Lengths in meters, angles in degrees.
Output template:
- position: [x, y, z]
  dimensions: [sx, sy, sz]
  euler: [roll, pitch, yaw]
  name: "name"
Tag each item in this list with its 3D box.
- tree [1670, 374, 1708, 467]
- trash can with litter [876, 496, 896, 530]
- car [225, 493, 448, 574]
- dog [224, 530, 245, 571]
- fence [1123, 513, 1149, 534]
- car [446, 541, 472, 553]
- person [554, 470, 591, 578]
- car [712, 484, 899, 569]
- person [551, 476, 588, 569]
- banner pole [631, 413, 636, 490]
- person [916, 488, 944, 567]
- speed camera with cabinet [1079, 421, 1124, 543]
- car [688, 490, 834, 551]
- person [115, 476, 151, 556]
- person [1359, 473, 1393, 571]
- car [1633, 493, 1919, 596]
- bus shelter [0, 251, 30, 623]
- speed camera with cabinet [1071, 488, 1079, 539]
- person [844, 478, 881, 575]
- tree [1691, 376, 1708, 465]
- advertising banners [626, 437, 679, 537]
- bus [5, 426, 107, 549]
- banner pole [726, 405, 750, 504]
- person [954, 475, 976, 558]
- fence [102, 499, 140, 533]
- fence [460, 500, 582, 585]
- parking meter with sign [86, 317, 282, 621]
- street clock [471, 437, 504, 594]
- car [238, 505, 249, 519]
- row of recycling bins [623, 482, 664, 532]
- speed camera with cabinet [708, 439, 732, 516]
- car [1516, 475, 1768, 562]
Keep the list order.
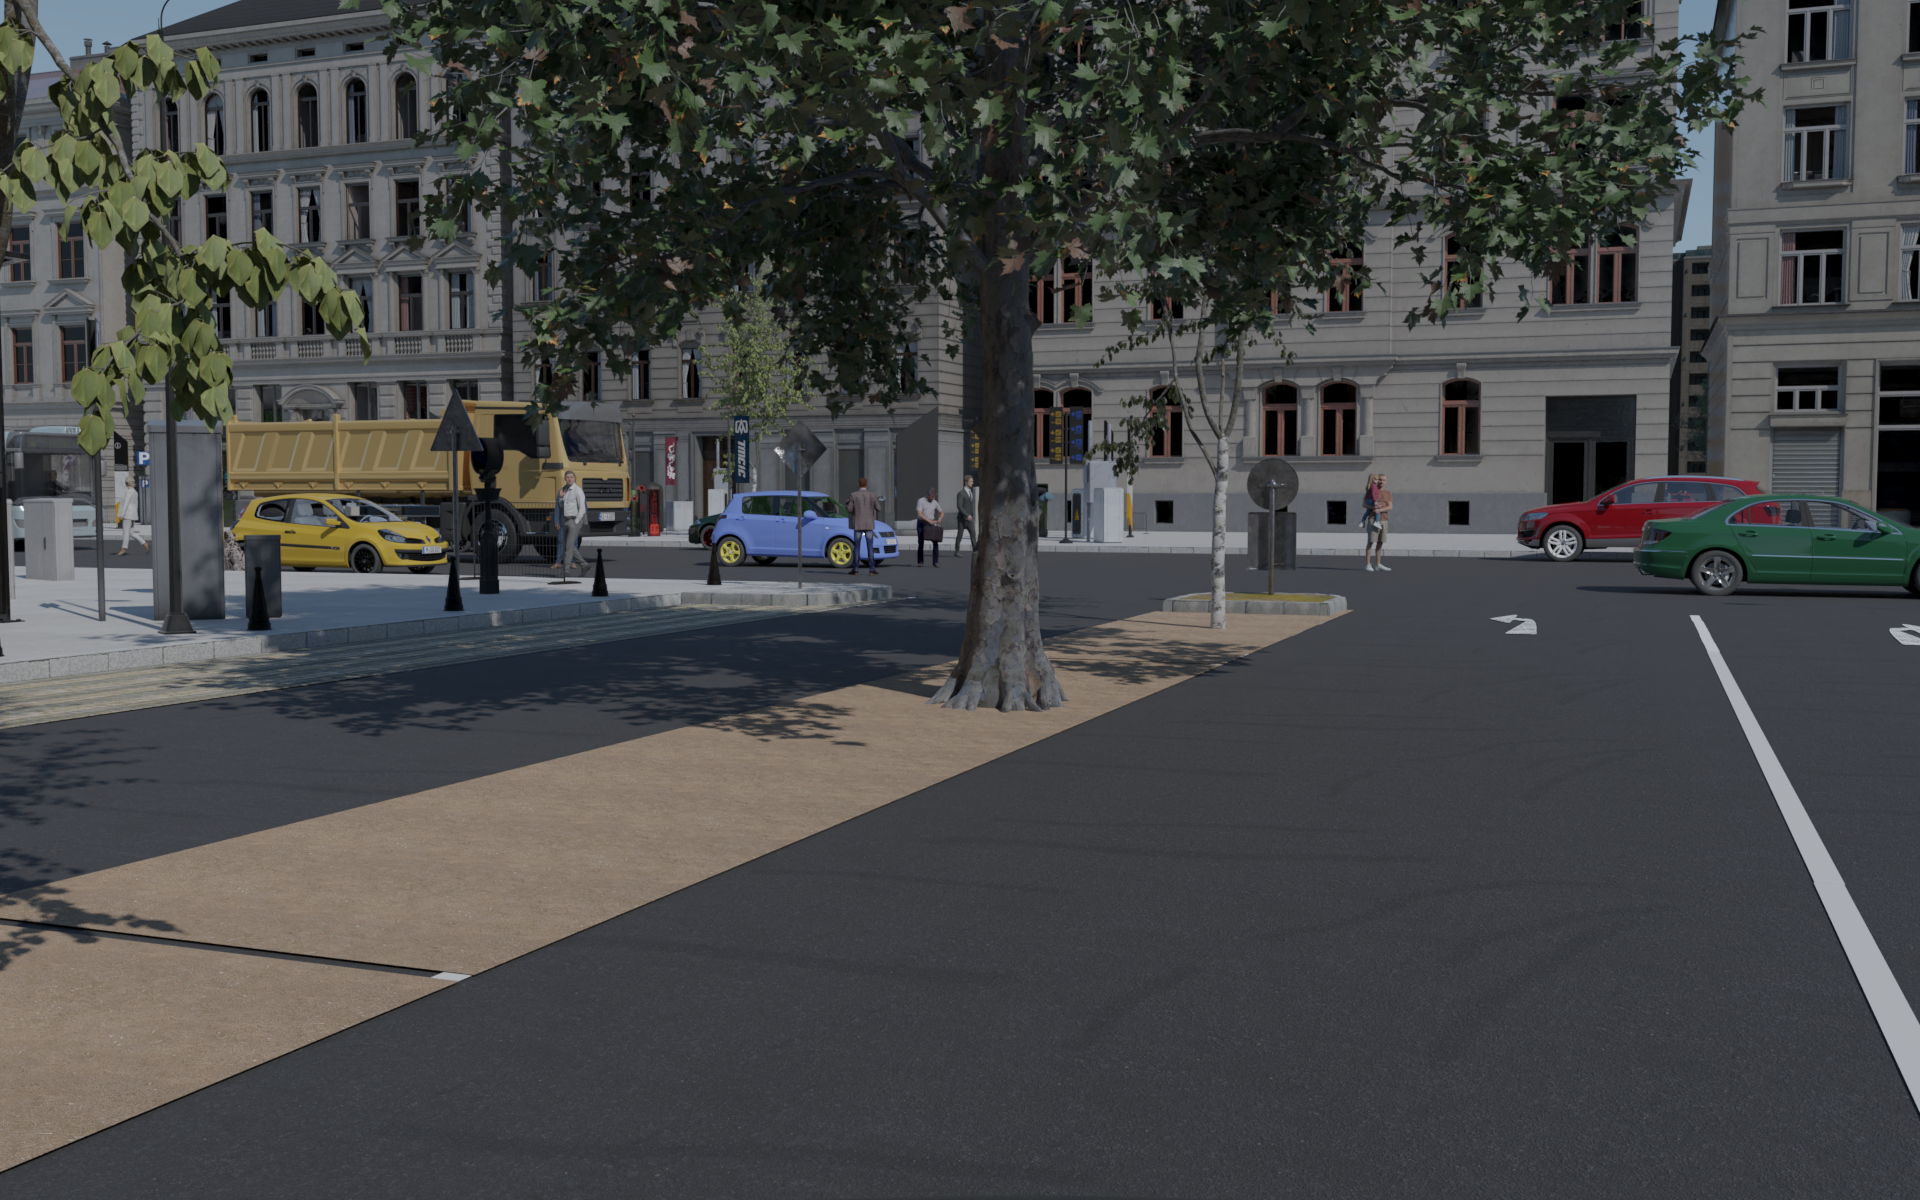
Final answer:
- position: [70.548, -15.183, 158.606]
  dimensions: [12.009, 13.543, 11.850]
  euler: [0, 3, 0]
  name: "tree"
- position: [-2.375, -2.854, 57.728]
  dimensions: [1.678, 1.210, 2.233]
  euler: [2, 4, 24]
  name: "trash can with litter"
- position: [-11.086, -1.265, 30.910]
  dimensions: [3.980, 1.641, 2.015]
  euler: [1, 4, 19]
  name: "car"
- position: [-12.320, -0.774, 29.496]
  dimensions: [0.513, 0.831, 0.800]
  euler: [-2, 4, -28]
  name: "dog"
- position: [5.147, -2.499, 56.240]
  dimensions: [2.069, 0.683, 0.278]
  euler: [2, 4, 31]
  name: "fence"
- position: [-13.053, -2.041, 43.593]
  dimensions: [3.980, 1.641, 2.015]
  euler: [1, 4, 22]
  name: "car"
- position: [-6.633, -1.281, 29.544]
  dimensions: [0.679, 1.850, 0.850]
  euler: [3, 4, 38]
  name: "person"
- position: [-3.048, -1.518, 34.405]
  dimensions: [3.694, 1.707, 1.945]
  euler: [1, 4, 19]
  name: "car"
- position: [-7.542, -1.510, 33.367]
  dimensions: [0.721, 1.800, 0.419]
  euler: [-1, 4, -11]
  name: "person"
- position: [-10.159, -3.918, 54.071]
  dimensions: [0.401, 3.779, 0.863]
  euler: [0, 4, -8]
  name: "banner pole"
- position: [-0.575, -1.420, 33.930]
  dimensions: [0.614, 1.554, 0.590]
  euler: [-2, 4, -26]
  name: "person"
- position: [3.815, -3.164, 46.070]
  dimensions: [0.660, 3.252, 2.038]
  euler: [-1, 4, -11]
  name: "speed camera with cabinet"
- position: [-4.882, -2.107, 44.242]
  dimensions: [4.222, 1.686, 2.009]
  euler: [1, 4, 21]
  name: "car"
- position: [-19.275, -1.956, 40.356]
  dimensions: [0.818, 1.842, 0.514]
  euler: [-2, 4, -32]
  name: "person"
- position: [7.754, -1.459, 32.324]
  dimensions: [0.573, 1.828, 0.580]
  euler: [2, 4, 31]
  name: "person"
- position: [12.217, -0.786, 24.648]
  dimensions: [4.920, 1.459, 2.131]
  euler: [1, 4, 21]
  name: "car"
- position: [-11.014, -1.422, 14.528]
  dimensions: [1.731, 3.624, 6.357]
  euler: [1, 4, 21]
  name: "bus shelter"
- position: [3.806, -3.369, 49.415]
  dimensions: [0.660, 3.252, 2.038]
  euler: [-1, 4, -18]
  name: "speed camera with cabinet"
- position: [-1.721, -1.306, 30.671]
  dimensions: [0.655, 1.722, 0.431]
  euler: [0, 4, -4]
  name: "person"
- position: [60.492, -13.796, 132.214]
  dimensions: [9.857, 13.997, 8.962]
  euler: [0, 3, 0]
  name: "tree"
- position: [-9.278, -3.430, 52.276]
  dimensions: [0.090, 3.025, 2.074]
  euler: [3, 5, 40]
  name: "advertising banners"
- position: [-27.785, -3.097, 45.492]
  dimensions: [13.247, 3.499, 2.948]
  euler: [1, 4, 21]
  name: "bus"
- position: [-6.286, -3.593, 48.766]
  dimensions: [0.863, 3.779, 0.401]
  euler: [1, 4, 17]
  name: "banner pole"
- position: [0.200, -1.883, 39.072]
  dimensions: [0.755, 1.850, 0.659]
  euler: [2, 4, 33]
  name: "person"
- position: [-27.991, -2.784, 56.726]
  dimensions: [0.480, 1.192, 2.264]
  euler: [2, 4, 24]
  name: "fence"
- position: [-6.453, -0.861, 25.276]
  dimensions: [2.264, 1.192, 0.480]
  euler: [3, 4, 38]
  name: "fence"
- position: [-7.891, -1.311, 17.697]
  dimensions: [1.738, 3.016, 0.543]
  euler: [-1, 4, -22]
  name: "parking meter with sign"
- position: [-6.053, -1.079, 22.219]
  dimensions: [0.358, 2.002, 0.471]
  euler: [-3, 5, -43]
  name: "street clock"
- position: [-17.110, -2.329, 46.759]
  dimensions: [5.304, 1.827, 2.281]
  euler: [1, 4, 22]
  name: "car"
- position: [-11.130, -3.090, 57.627]
  dimensions: [1.069, 1.692, 3.534]
  euler: [2, 4, 26]
  name: "row of recycling bins"
- position: [-8.534, -4.118, 61.662]
  dimensions: [0.660, 3.252, 2.038]
  euler: [0, 4, 1]
  name: "speed camera with cabinet"
- position: [14.565, -1.713, 36.680]
  dimensions: [5.304, 1.827, 2.281]
  euler: [1, 4, 22]
  name: "car"
